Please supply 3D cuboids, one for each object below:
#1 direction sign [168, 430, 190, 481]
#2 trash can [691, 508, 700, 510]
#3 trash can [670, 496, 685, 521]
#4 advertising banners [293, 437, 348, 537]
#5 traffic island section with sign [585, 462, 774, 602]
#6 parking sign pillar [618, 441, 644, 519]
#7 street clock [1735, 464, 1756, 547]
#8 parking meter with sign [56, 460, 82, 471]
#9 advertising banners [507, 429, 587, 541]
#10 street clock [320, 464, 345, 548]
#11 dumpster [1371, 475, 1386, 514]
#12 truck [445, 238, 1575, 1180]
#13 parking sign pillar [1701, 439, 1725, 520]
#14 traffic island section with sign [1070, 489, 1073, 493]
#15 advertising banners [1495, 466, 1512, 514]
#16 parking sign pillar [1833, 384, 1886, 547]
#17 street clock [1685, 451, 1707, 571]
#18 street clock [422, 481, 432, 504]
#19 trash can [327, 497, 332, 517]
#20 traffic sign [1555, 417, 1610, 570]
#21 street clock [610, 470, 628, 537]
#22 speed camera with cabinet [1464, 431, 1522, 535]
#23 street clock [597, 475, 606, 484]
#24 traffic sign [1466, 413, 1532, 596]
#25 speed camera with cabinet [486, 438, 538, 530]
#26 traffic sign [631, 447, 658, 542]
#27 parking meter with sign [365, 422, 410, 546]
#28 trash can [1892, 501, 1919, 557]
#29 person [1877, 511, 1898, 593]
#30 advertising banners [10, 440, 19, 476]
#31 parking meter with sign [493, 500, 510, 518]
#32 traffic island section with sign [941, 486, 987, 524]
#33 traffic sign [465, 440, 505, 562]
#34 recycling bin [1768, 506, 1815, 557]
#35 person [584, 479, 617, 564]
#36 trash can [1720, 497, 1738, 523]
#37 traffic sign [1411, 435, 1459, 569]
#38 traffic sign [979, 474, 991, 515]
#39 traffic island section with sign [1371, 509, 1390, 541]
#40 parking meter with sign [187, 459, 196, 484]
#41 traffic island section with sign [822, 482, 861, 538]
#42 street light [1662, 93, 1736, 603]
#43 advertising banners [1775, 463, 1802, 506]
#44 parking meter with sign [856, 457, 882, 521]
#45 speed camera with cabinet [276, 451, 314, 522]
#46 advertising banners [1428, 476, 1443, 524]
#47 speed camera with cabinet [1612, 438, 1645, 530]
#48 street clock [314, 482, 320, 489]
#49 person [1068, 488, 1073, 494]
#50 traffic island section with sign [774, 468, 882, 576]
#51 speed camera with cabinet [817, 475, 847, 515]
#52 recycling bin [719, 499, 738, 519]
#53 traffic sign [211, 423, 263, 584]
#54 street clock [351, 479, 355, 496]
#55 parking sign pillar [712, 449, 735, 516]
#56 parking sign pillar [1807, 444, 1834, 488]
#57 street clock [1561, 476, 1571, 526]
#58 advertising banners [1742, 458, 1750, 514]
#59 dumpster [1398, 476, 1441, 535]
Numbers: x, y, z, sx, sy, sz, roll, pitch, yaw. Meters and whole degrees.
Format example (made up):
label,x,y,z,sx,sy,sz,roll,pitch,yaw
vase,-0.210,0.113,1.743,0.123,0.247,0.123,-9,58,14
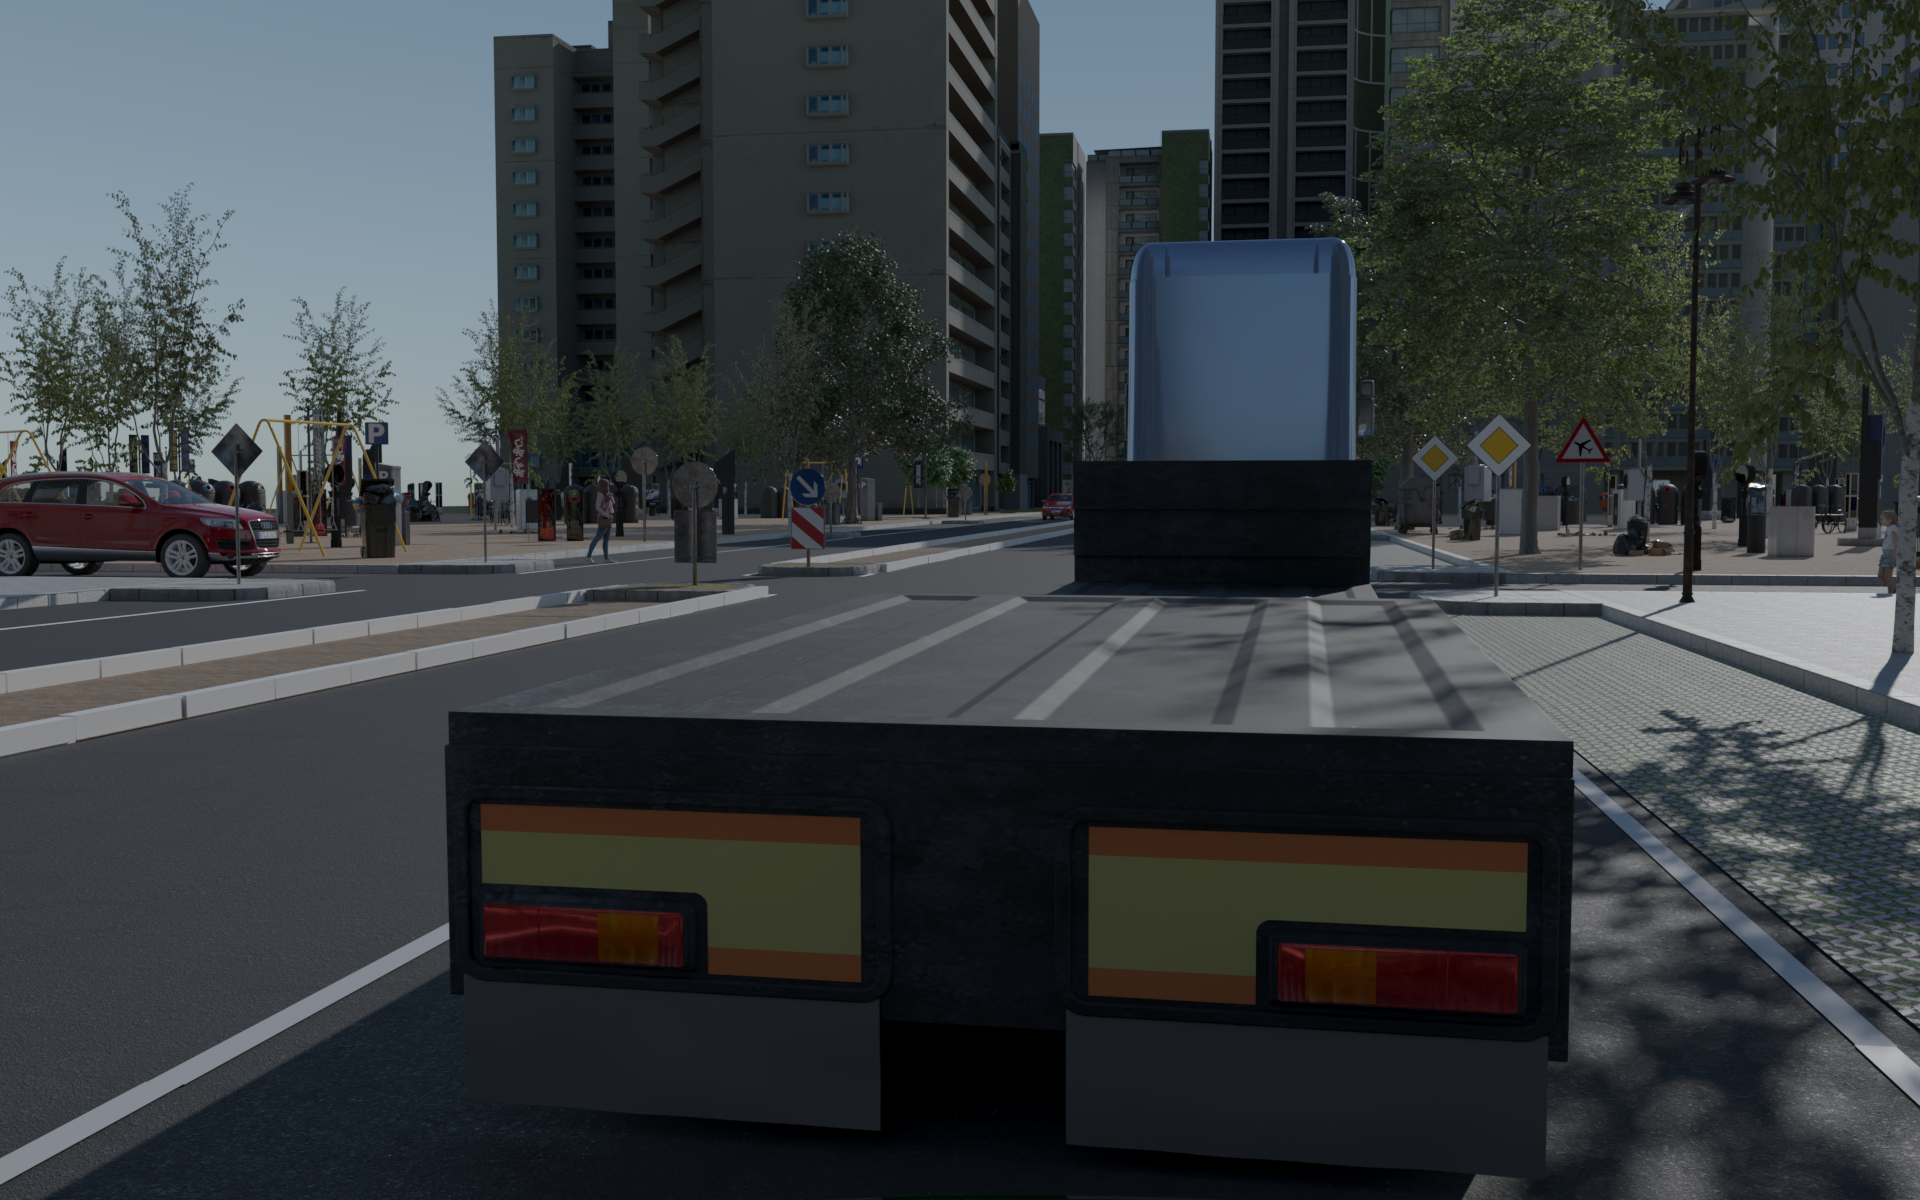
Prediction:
label,x,y,z,sx,sy,sz,roll,pitch,yaw
direction sign,-27.552,-4.231,61.175,0.379,3.537,0.876,1,4,22
trash can,-13.091,-4.498,85.188,0.748,1.137,0.748,0,3,0
trash can,-13.717,-4.425,84.005,0.748,1.137,0.748,0,3,0
advertising banners,-19.449,-3.441,52.449,0.090,3.025,2.074,3,5,40
traffic island section with sign,-3.839,-0.958,23.802,2.006,1.907,1.989,1,4,10
parking sign pillar,-16.738,-6.100,88.199,1.447,3.967,1.447,-3,4,-37
street clock,19.135,-2.304,42.237,0.358,2.002,0.471,-1,4,-15
parking meter with sign,-45.811,-5.723,89.840,1.738,3.016,0.543,-1,4,-17
advertising banners,-11.206,-3.110,47.035,2.074,3.025,0.090,0,4,-7
street clock,-14.973,-2.260,41.521,0.358,2.002,0.471,1,4,15
dumpster,19.269,-4.845,81.712,1.502,2.255,1.985,1,4,10
truck,1.848,-1.406,12.746,2.967,4.110,18.799,1,4,11
parking sign pillar,37.290,-5.956,85.853,1.447,3.967,1.447,-3,5,-43
traffic island section with sign,8.755,-7.611,133.061,1.989,1.847,2.006,1,4,10
advertising banners,30.691,-6.222,97.919,2.074,3.025,0.090,-3,4,-36
parking sign pillar,22.601,-3.330,42.920,1.447,3.967,1.447,2,4,33
street clock,12.347,-1.498,29.061,0.358,2.002,0.471,1,4,11
street clock,-28.788,-5.449,93.668,0.471,2.002,0.358,0,4,1
trash can,-35.218,-5.208,96.807,0.748,1.137,0.748,0,3,0
traffic sign,10.505,-1.790,29.266,0.884,2.594,0.081,1,4,12
street clock,-10.243,-2.906,52.090,0.471,2.002,0.358,-3,5,-41
speed camera with cabinet,16.921,-3.673,54.396,2.038,3.252,0.660,3,5,41
street clock,-13.853,-3.820,67.032,0.358,2.002,0.471,-2,4,-28
traffic sign,6.722,-1.102,21.665,0.795,2.450,0.064,1,4,10
speed camera with cabinet,-15.889,-4.142,62.056,2.038,3.252,0.660,-2,4,-31
traffic sign,-8.525,-2.853,46.754,0.768,2.556,0.104,1,4,11
parking meter with sign,-14.103,-2.848,42.825,0.543,3.016,1.738,0,4,1
trash can,19.503,-1.459,35.504,0.748,1.137,0.748,0,3,0
person,12.409,-0.579,22.986,0.382,1.210,0.505,1,4,14
advertising banners,-30.977,-3.661,56.045,0.090,3.025,2.074,0,4,0
parking meter with sign,-24.395,-5.861,92.082,0.543,3.016,1.738,-3,5,-45
traffic island section with sign,0.245,-4.593,83.731,1.989,1.847,2.006,1,4,10
traffic sign,-8.909,-1.764,32.477,0.795,2.450,0.064,1,4,10
recycling bin,17.129,-1.415,35.686,0.722,1.027,0.722,1,4,10
person,-7.424,-1.631,35.751,0.643,1.750,0.593,0,4,-3
trash can,34.424,-4.033,77.593,0.748,1.137,0.748,0,3,0
traffic sign,8.081,-1.584,29.534,0.795,2.450,0.064,1,4,10
traffic sign,1.524,-6.559,107.347,0.768,2.556,0.104,1,4,17
traffic island section with sign,12.308,-2.766,53.846,1.989,1.847,2.006,1,4,10
parking meter with sign,-37.922,-5.461,85.550,0.543,3.016,1.738,-2,4,-33
traffic island section with sign,-4.337,-2.969,57.167,1.989,1.847,2.006,1,4,10
street light,8.618,-2.909,20.348,0.468,5.910,1.993,1,4,10
advertising banners,46.675,-6.231,98.068,0.090,3.025,2.074,-2,4,-31
parking meter with sign,-4.345,-5.243,81.988,0.543,3.016,1.738,2,4,33
speed camera with cabinet,-30.381,-5.187,79.142,0.660,3.252,2.038,1,4,16
advertising banners,20.320,-4.766,74.104,0.090,3.025,2.074,0,4,-1
speed camera with cabinet,24.070,-4.162,62.382,0.660,3.252,2.038,0,4,7
street clock,-34.036,-5.337,91.827,0.471,2.002,0.358,1,4,10
person,7.319,-6.563,115.770,1.348,1.831,0.705,0,4,-6
traffic island section with sign,-2.569,-1.404,31.100,2.006,1.907,1.989,1,4,10
speed camera with cabinet,-7.873,-6.748,104.668,2.038,3.252,0.660,0,4,-7
recycling bin,-11.753,-4.605,87.852,0.722,1.027,0.722,1,4,22
traffic sign,-10.268,-1.282,24.608,0.795,2.450,0.064,1,4,10
street clock,-26.404,-4.301,74.898,0.358,2.002,0.471,2,4,32
parking sign pillar,-13.983,-6.976,102.533,1.447,3.967,1.447,-2,4,-24
parking sign pillar,44.034,-6.119,88.519,1.447,3.967,1.447,0,4,7
street clock,24.587,-4.020,70.301,0.358,2.002,0.471,3,5,40
advertising banners,33.726,-4.774,74.241,0.090,3.025,2.074,2,4,31
dumpster,14.750,-3.048,55.589,1.264,1.857,1.865,1,4,10
